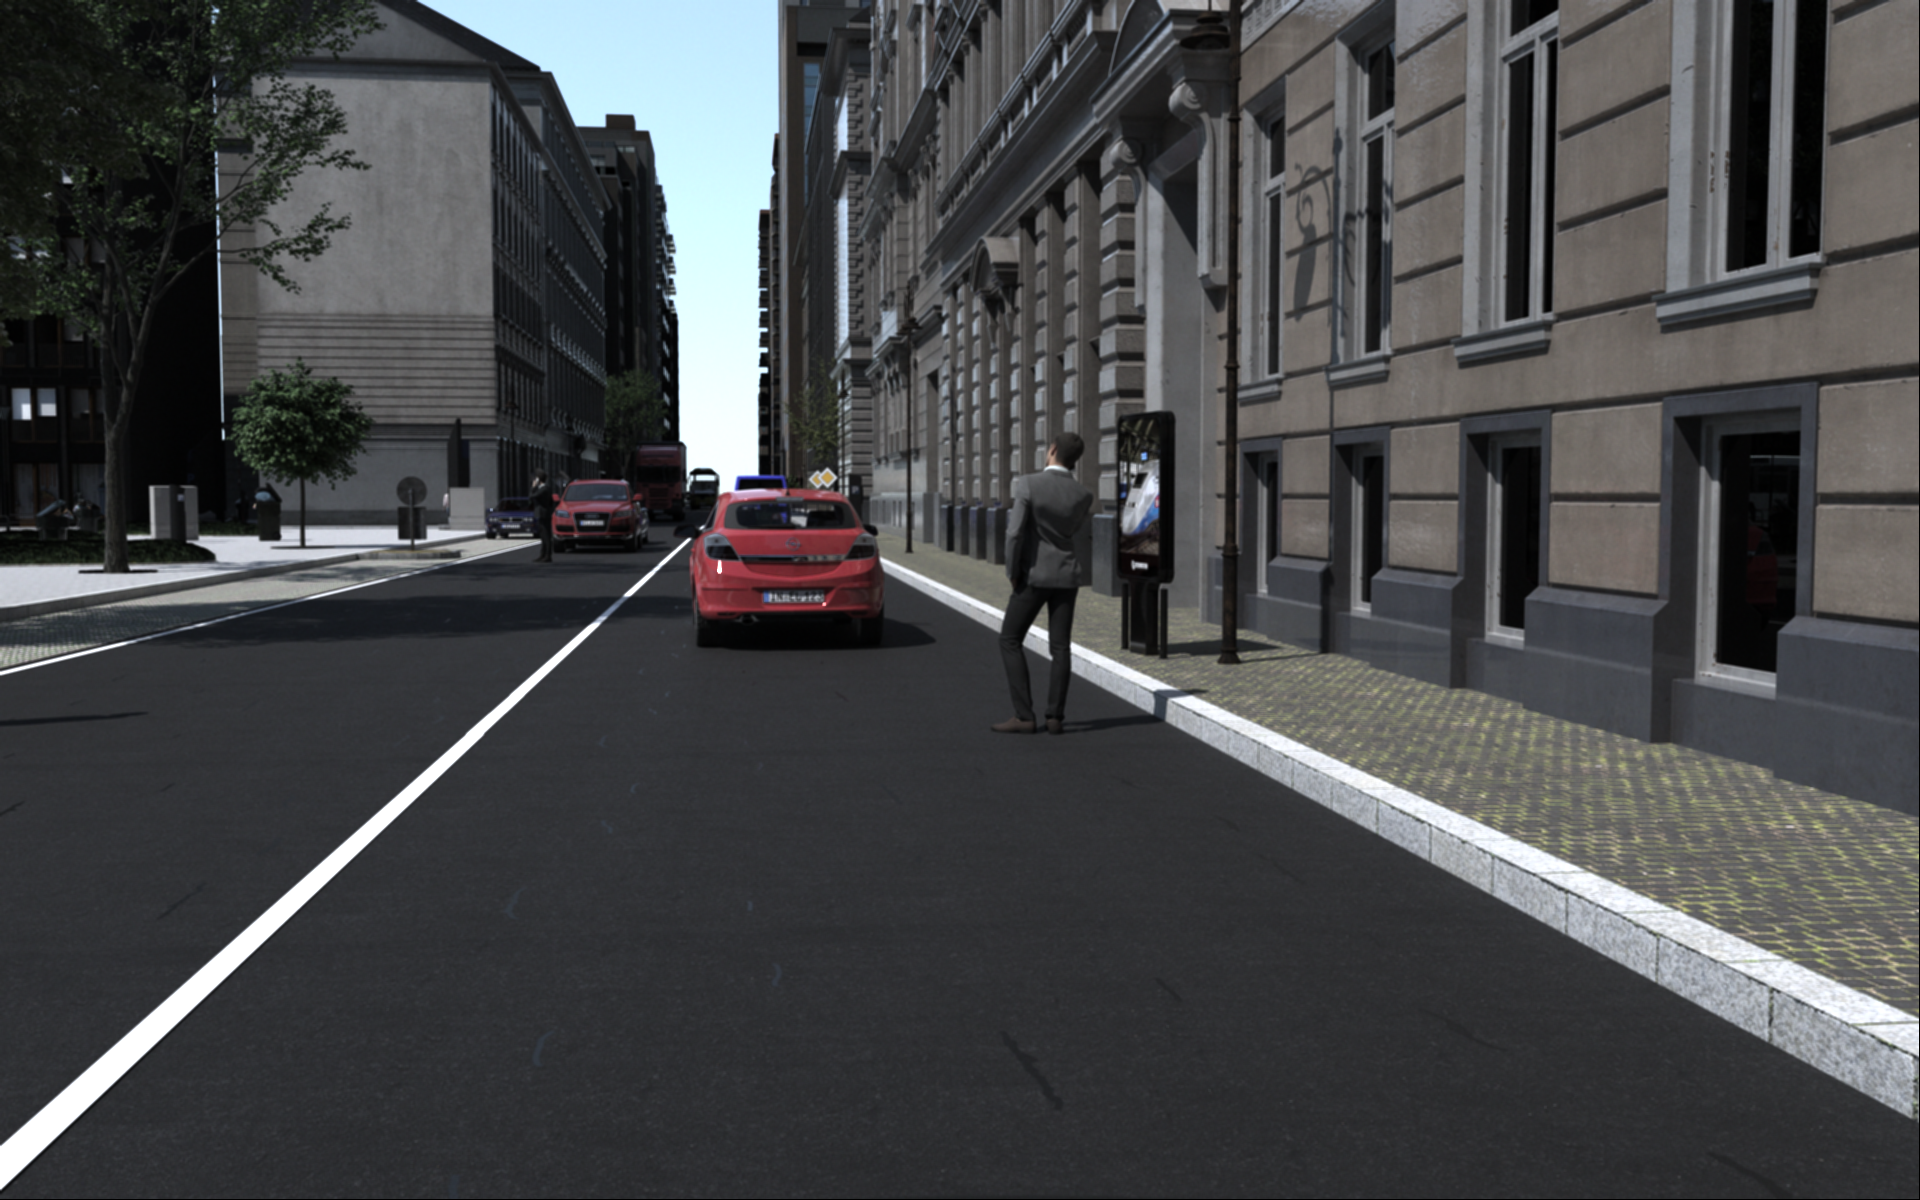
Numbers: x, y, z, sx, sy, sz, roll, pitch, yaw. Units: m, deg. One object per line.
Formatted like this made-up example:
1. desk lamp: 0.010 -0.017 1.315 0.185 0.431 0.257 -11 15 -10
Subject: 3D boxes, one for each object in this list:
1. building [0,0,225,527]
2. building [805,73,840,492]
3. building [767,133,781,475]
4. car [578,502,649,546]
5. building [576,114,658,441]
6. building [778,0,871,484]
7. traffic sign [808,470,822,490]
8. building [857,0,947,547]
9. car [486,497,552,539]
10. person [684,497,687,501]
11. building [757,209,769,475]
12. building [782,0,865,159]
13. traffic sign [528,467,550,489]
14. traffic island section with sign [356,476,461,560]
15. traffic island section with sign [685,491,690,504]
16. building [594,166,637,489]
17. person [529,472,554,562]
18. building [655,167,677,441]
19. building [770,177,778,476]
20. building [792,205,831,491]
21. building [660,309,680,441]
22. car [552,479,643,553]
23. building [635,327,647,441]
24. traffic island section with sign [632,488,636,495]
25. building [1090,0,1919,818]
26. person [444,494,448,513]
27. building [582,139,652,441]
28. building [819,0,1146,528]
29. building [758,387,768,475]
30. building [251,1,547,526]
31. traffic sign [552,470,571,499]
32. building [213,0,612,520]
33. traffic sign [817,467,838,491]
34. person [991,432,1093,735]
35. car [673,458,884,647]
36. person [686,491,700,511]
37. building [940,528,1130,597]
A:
1. building: -41.034 -14.834 72.217 15.834 23.373 12.332 0 4 -7
2. building: -1.842 -19.109 105.941 14.314 27.812 24.014 0 4 -7
3. building: -11.467 -33.895 208.809 22.147 44.769 28.867 0 4 -7
4. car: -9.897 -2.298 49.569 2.014 1.417 4.499 0 4 -6
5. building: -43.759 -34.122 208.013 14.600 45.320 14.200 0 4 -7
6. building: -8.152 -38.974 179.216 21.231 58.520 28.212 0 4 -7
7. traffic sign: -5.920 -4.186 72.083 0.795 2.450 0.064 0 4 -7
8. building: 4.254 -16.220 52.595 14.401 28.519 23.554 0 4 -7
9. car: -14.232 -2.658 56.043 1.945 1.354 3.894 0 4 -6
10. person: -35.142 -12.993 221.618 0.721 1.739 1.217 0 4 5
11. building: -19.271 -37.126 261.637 22.147 44.769 28.867 0 4 -7
12. building: -9.003 -31.074 158.173 14.600 45.320 14.200 0 4 -7
13. traffic sign: -15.271 -3.622 62.864 0.795 2.450 0.064 0 4 -7
14. traffic island section with sign: -12.183 -1.822 38.419 1.989 1.847 2.006 0 4 -7
15. traffic island section with sign: -42.838 -16.514 278.627 1.989 1.847 2.006 0 4 -7
16. building: -35.858 -23.231 151.527 14.160 30.474 14.107 0 4 -7
17. person: -8.801 -1.744 36.378 0.474 1.900 0.648 0 4 -7
18. building: -52.184 -38.023 241.285 23.786 49.044 30.456 0 4 -7
19. building: -19.053 -36.015 238.948 14.600 45.320 14.200 0 4 -7
20. building: -4.276 -18.330 132.984 16.112 22.955 30.059 0 4 -7
21. building: -50.282 -30.169 264.956 14.160 30.474 14.107 0 4 -7
22. car: -9.158 -2.157 43.936 2.281 1.827 5.304 0 4 -8
23. building: -45.919 -20.014 172.273 27.650 21.520 28.899 0 4 -7
24. traffic island section with sign: -22.636 -6.830 120.303 1.989 1.847 2.006 0 4 -7
25. building: 9.460 -13.754 10.782 13.634 28.700 20.117 0 4 -7
26. person: -19.444 -3.507 66.516 0.731 1.740 0.598 -1 4 -18
27. building: -42.116 -31.214 193.936 14.154 41.232 14.086 0 4 -7
28. building: 4.013 -15.183 77.122 19.941 23.489 11.050 0 4 -7
29. building: -19.992 -27.357 292.327 27.650 21.520 28.899 0 4 -7
30. building: -24.521 -13.999 78.040 9.793 20.994 18.267 0 4 -7
31. traffic sign: -16.283 -4.107 70.785 0.795 2.450 0.064 0 4 -7
32. building: -31.745 -20.295 108.242 17.030 29.872 44.131 0 4 -7
33. traffic sign: -4.908 -3.701 64.162 0.795 2.450 0.064 0 4 -7
34. person: 0.493 -0.105 10.401 0.592 1.802 0.473 -1 4 -10
35. car: -1.861 -0.539 17.848 2.155 1.783 4.494 -1 4 -9
36. person: -22.784 -8.481 147.880 1.217 1.735 0.721 -1 4 -21
37. building: 5.466 -12.337 30.588 11.050 23.489 19.941 0 4 -7
